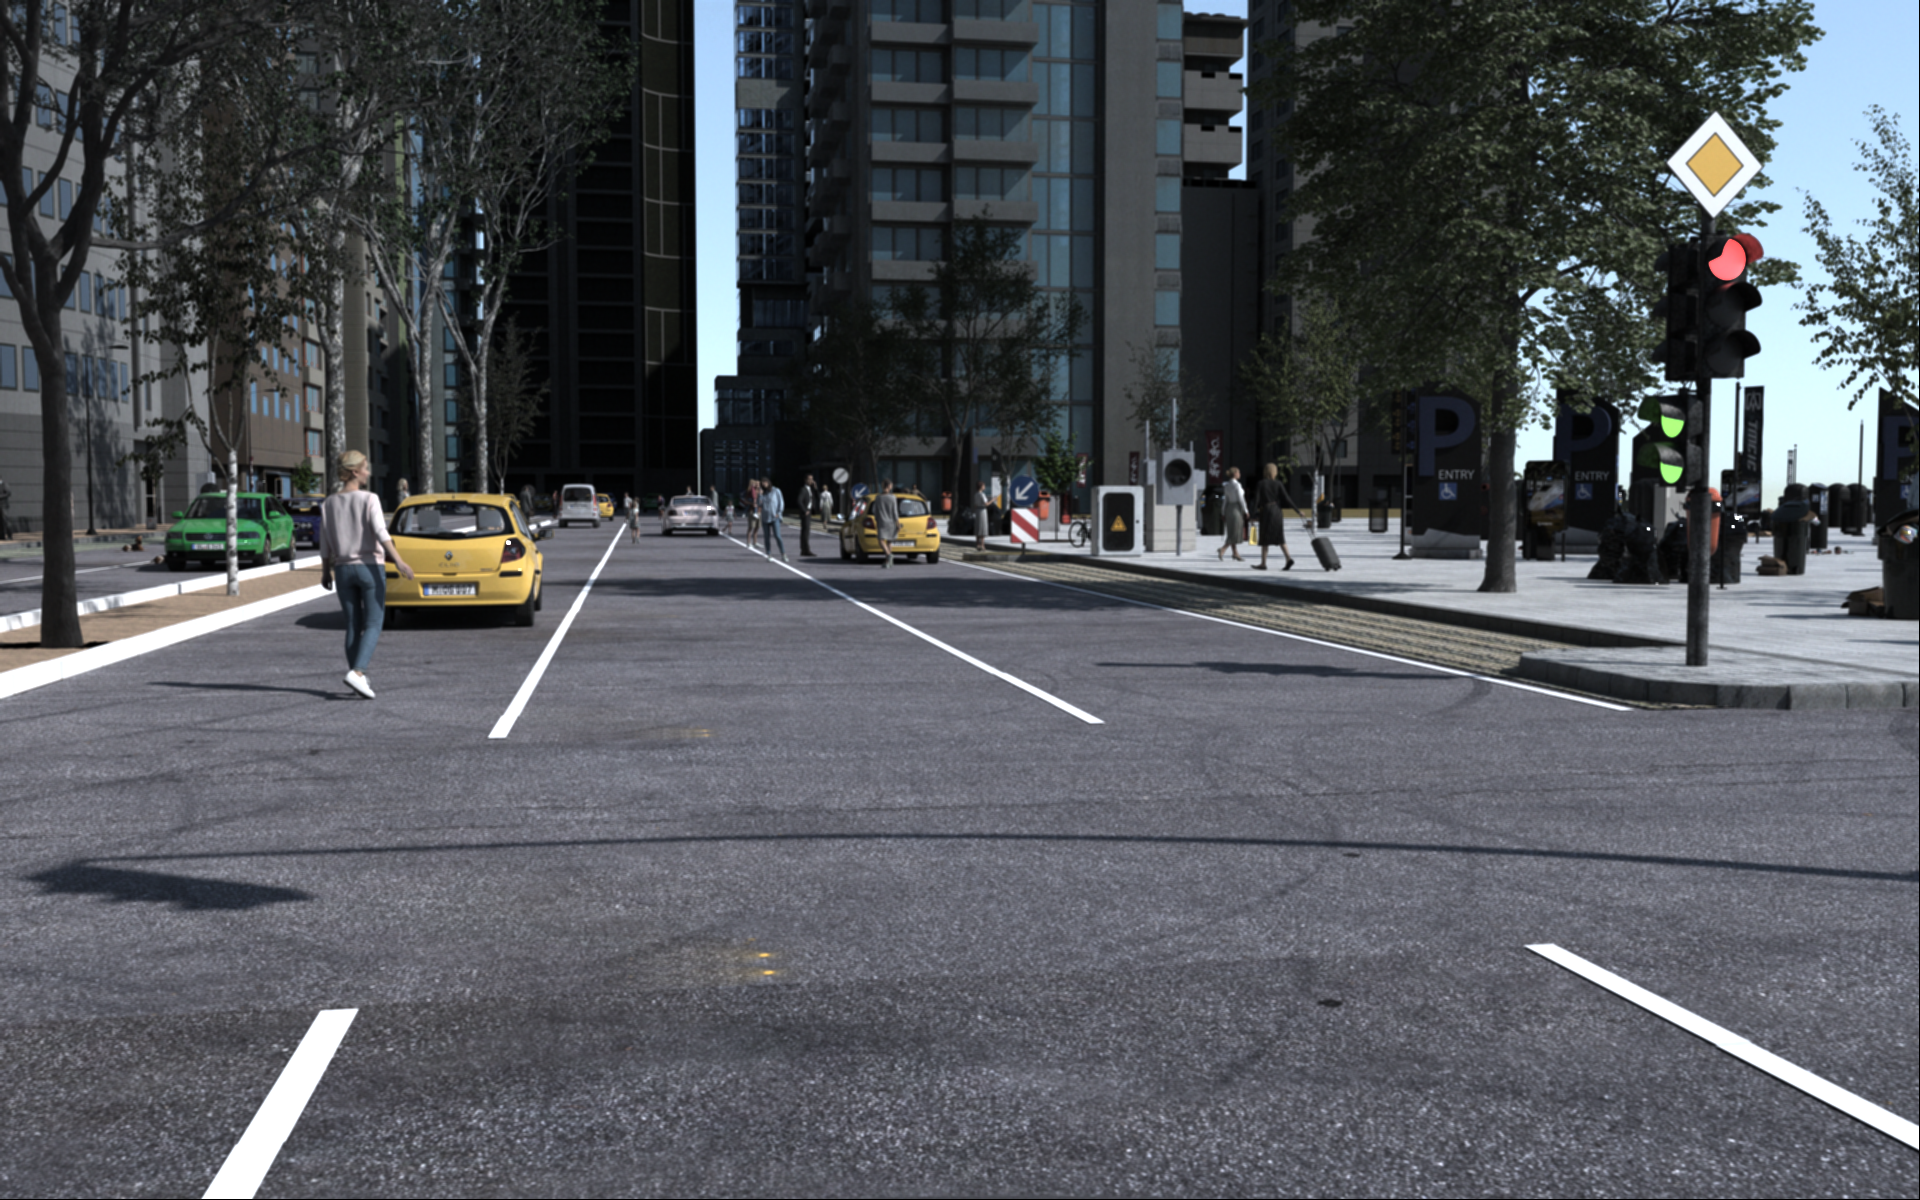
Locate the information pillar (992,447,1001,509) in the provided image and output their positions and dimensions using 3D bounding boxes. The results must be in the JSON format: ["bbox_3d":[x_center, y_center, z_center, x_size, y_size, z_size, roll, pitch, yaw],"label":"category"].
[{"bbox_3d":[1.764,-5.705,84.638,0.504,3.616,0.183,-1,4,-9],"label":"information pillar"}]

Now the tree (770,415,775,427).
[{"bbox_3d":[-3.759,-8.761,77.652,8.767,10.594,7.601,-1,4,-21],"label":"tree"}]

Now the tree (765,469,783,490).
[{"bbox_3d":[-14.294,-8.457,132.876,1.663,3.219,1.824,0,3,0],"label":"tree"}]

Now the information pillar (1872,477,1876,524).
[{"bbox_3d":[39.128,-4.242,73.851,0.304,2.012,0.304,-3,5,-41],"label":"information pillar"}]

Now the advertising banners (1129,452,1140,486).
[{"bbox_3d":[6.621,-4.632,71.919,2.074,3.025,0.090,3,5,43],"label":"advertising banners"}]

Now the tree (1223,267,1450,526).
[{"bbox_3d":[14.649,-8.195,68.401,8.767,10.594,7.601,0,4,-2],"label":"tree"}]

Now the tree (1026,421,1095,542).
[{"bbox_3d":[2.506,-3.172,46.458,1.663,3.219,1.824,0,3,0],"label":"tree"}]

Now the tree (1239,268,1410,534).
[{"bbox_3d":[11.288,-6.436,55.596,4.737,8.622,4.395,0,3,0],"label":"tree"}]

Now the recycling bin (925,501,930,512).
[{"bbox_3d":[-1.428,-2.992,61.466,0.722,1.027,0.722,0,4,1],"label":"recycling bin"}]

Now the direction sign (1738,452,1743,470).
[{"bbox_3d":[41.806,-6.163,92.767,0.379,3.537,0.876,0,4,3],"label":"direction sign"}]

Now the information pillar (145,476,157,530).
[{"bbox_3d":[-29.065,-3.530,62.206,0.304,2.012,0.304,-1,4,-14],"label":"information pillar"}]

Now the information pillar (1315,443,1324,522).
[{"bbox_3d":[16.244,-5.318,78.306,0.183,3.616,0.504,-2,4,-31],"label":"information pillar"}]

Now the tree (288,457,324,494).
[{"bbox_3d":[-33.820,-5.819,89.743,1.663,3.219,1.824,0,3,0],"label":"tree"}]

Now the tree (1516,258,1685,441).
[{"bbox_3d":[19.047,-6.152,50.941,4.360,8.622,3.978,0,3,0],"label":"tree"}]

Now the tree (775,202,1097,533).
[{"bbox_3d":[-0.033,-7.424,55.791,7.601,10.594,8.767,3,5,44],"label":"tree"}]

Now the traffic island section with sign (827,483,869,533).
[{"bbox_3d":[-3.907,-3.418,64.513,1.989,1.847,2.006,-1,4,-10],"label":"traffic island section with sign"}]

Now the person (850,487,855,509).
[{"bbox_3d":[-6.112,-5.685,99.927,0.436,1.711,0.756,0,4,-4],"label":"person"}]

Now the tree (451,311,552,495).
[{"bbox_3d":[-18.274,-7.093,68.797,4.360,8.622,3.978,0,3,0],"label":"tree"}]

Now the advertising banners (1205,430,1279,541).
[{"bbox_3d":[7.662,-3.118,47.161,2.074,3.025,0.090,2,4,24],"label":"advertising banners"}]

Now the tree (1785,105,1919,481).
[{"bbox_3d":[17.490,-4.966,31.560,4.737,8.622,4.395,0,3,0],"label":"tree"}]

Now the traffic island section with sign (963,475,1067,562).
[{"bbox_3d":[1.111,-1.745,37.163,1.989,1.847,2.006,-1,4,-10],"label":"traffic island section with sign"}]

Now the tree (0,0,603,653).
[{"bbox_3d":[-8.299,-6.284,15.563,12.009,13.543,11.850,0,3,0],"label":"tree"}]

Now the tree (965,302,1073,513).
[{"bbox_3d":[2.057,-7.138,67.064,4.360,8.622,3.978,0,3,0],"label":"tree"}]

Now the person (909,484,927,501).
[{"bbox_3d":[-2.410,-5.235,91.642,1.348,1.823,0.705,-1,4,-9],"label":"person"}]

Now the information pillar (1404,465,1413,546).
[{"bbox_3d":[11.241,-2.368,43.215,0.304,2.012,0.304,1,4,16],"label":"information pillar"}]

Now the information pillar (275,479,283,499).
[{"bbox_3d":[-32.466,-4.779,82.622,0.304,2.012,0.304,-1,4,-15],"label":"information pillar"}]

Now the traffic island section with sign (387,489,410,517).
[{"bbox_3d":[-34.942,-6.141,109.032,1.989,1.847,2.006,-1,4,-10],"label":"traffic island section with sign"}]

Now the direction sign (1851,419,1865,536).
[{"bbox_3d":[27.481,-3.723,52.867,0.379,3.537,0.876,2,4,28],"label":"direction sign"}]

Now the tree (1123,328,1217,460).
[{"bbox_3d":[9.055,-7.717,76.534,4.360,8.622,3.978,0,3,0],"label":"tree"}]

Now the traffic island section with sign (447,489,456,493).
[{"bbox_3d":[-39.838,-7.774,135.735,1.989,1.847,2.006,-1,4,-10],"label":"traffic island section with sign"}]

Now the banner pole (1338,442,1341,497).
[{"bbox_3d":[17.868,-5.610,81.738,0.401,3.779,0.863,1,4,10],"label":"banner pole"}]

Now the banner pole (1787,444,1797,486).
[{"bbox_3d":[41.794,-5.933,87.019,0.863,3.779,0.401,-2,4,-32],"label":"banner pole"}]

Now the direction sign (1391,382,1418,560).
[{"bbox_3d":[8.693,-2.566,33.951,0.379,3.537,0.876,-1,4,-17],"label":"direction sign"}]

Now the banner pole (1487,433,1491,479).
[{"bbox_3d":[19.487,-4.467,63.057,0.863,3.779,0.401,-2,4,-30],"label":"banner pole"}]

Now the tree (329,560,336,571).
[{"bbox_3d":[-12.909,-10.633,32.188,12.611,20.169,13.585,0,3,0],"label":"tree"}]

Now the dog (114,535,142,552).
[{"bbox_3d":[-20.773,-1.420,43.415,0.748,0.427,0.550,-1,4,-15],"label":"dog"}]

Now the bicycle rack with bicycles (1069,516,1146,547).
[{"bbox_3d":[3.962,-1.743,41.887,2.925,0.926,2.852,-1,4,-23],"label":"bicycle rack with bicycles"}]

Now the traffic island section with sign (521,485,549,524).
[{"bbox_3d":[-21.011,-4.650,84.161,2.006,1.907,1.989,-1,4,-10],"label":"traffic island section with sign"}]

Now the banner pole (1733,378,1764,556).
[{"bbox_3d":[16.127,-2.786,35.565,0.401,3.779,0.863,-2,4,-27],"label":"banner pole"}]

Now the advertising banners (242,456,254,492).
[{"bbox_3d":[-32.860,-5.099,79.556,0.090,3.025,2.074,0,4,1],"label":"advertising banners"}]

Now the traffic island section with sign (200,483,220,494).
[{"bbox_3d":[-25.942,-3.130,59.795,1.989,1.847,2.006,-1,4,-10],"label":"traffic island section with sign"}]

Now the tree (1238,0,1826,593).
[{"bbox_3d":[7.327,-6.393,22.655,7.486,12.596,7.792,0,3,0],"label":"tree"}]

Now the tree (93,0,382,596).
[{"bbox_3d":[-10.276,-4.372,24.309,4.360,8.622,3.978,0,3,0],"label":"tree"}]

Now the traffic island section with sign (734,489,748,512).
[{"bbox_3d":[-17.643,-8.009,139.577,1.989,1.847,2.006,-1,4,-10],"label":"traffic island section with sign"}]

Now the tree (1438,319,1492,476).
[{"bbox_3d":[21.083,-7.345,70.450,4.360,8.622,3.978,0,3,0],"label":"tree"}]

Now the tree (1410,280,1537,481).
[{"bbox_3d":[17.529,-6.610,58.434,4.737,8.622,4.395,0,3,0],"label":"tree"}]

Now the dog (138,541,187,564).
[{"bbox_3d":[-16.404,-0.950,35.720,0.748,0.427,0.550,-1,4,-8],"label":"dog"}]
